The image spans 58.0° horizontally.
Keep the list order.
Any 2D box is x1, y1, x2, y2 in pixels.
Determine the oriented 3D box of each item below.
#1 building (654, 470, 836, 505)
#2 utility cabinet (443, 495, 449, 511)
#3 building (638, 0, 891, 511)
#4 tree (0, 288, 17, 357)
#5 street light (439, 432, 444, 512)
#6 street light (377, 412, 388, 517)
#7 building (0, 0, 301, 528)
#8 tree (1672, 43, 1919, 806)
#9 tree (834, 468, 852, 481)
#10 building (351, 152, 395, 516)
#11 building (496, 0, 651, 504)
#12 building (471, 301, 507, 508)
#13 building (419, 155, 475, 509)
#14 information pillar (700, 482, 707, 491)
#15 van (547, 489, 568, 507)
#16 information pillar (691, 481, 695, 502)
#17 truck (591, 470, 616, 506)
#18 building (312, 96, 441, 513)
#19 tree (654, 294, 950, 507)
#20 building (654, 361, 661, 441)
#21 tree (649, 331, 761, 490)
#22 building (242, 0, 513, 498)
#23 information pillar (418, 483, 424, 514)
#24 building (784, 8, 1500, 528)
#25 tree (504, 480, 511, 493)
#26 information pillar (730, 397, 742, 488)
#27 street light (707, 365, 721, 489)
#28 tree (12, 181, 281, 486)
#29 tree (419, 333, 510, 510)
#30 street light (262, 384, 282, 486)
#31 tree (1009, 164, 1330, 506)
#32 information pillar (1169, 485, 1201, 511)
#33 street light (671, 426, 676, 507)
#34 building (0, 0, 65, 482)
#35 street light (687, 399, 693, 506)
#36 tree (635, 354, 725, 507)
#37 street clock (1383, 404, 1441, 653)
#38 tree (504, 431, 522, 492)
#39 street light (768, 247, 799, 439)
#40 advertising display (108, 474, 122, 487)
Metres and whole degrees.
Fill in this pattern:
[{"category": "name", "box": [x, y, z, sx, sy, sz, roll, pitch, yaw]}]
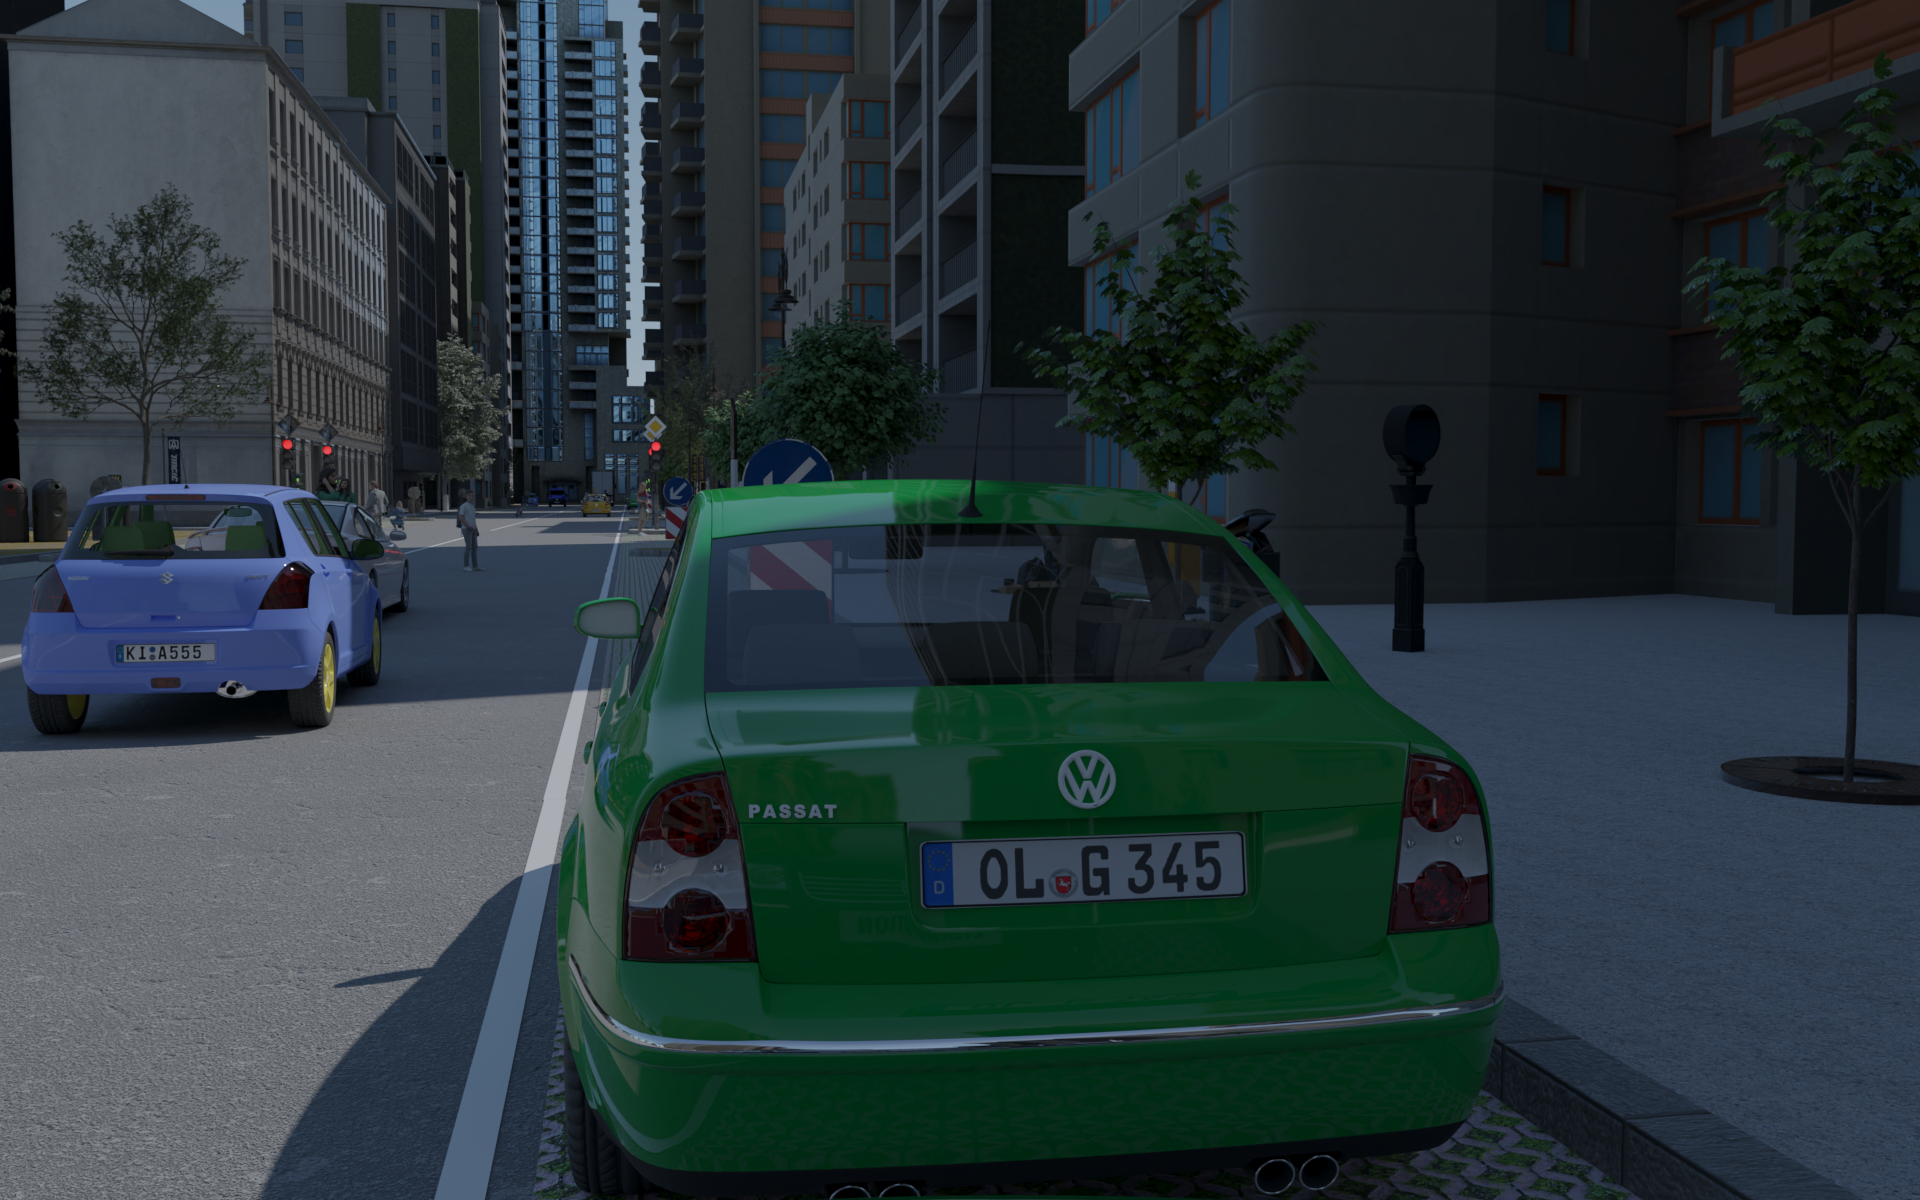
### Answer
[{"category": "building", "box": [-26.742, -47.136, 208.930, 20.563, 71.187, 20.611, -1, 4, -11]}, {"category": "utility cabinet", "box": [-39.381, -7.433, 132.698, 0.306, 1.237, 1.020, -1, 4, -10]}, {"category": "building", "box": [-12.923, -29.144, 131.135, 22.147, 44.769, 28.867, -1, 4, -11]}, {"category": "tree", "box": [-23.991, -5.462, 39.671, 4.360, 8.622, 3.978, 0, 3, 0]}, {"category": "street light", "box": [-38.001, -9.418, 126.764, 0.468, 5.910, 1.993, -1, 4, -11]}, {"category": "street light", "box": [-32.477, -7.623, 97.422, 0.468, 5.910, 1.993, -1, 4, -11]}, {"category": "building", "box": [-33.043, -13.829, 75.258, 9.793, 20.994, 18.267, -1, 4, -11]}, {"category": "tree", "box": [4.046, -0.788, 7.491, 1.663, 3.219, 1.824, 0, 3, 0]}, {"category": "tree", "box": [-3.294, -2.887, 41.796, 1.663, 3.219, 1.824, 0, 3, 0]}, {"category": "building", "box": [-36.684, -14.922, 93.126, 9.793, 20.994, 18.267, -1, 4, -11]}, {"category": "building", "box": [-57.762, -56.272, 232.712, 31.000, 86.520, 22.319, -1, 4, -11]}, {"category": "building", "box": [-59.161, -19.706, 167.226, 27.650, 21.520, 28.899, -1, 4, -11]}, {"category": "building", "box": [-49.102, -22.924, 146.503, 14.160, 30.474, 14.107, -1, 4, -11]}, {"category": "information pillar", "box": [-15.148, -5.980, 102.266, 0.304, 2.012, 0.304, 1, 4, 10]}, {"category": "van", "box": [-44.685, -11.492, 192.277, 2.240, 2.365, 5.245, -1, 4, -12]}, {"category": "information pillar", "box": [-14.566, -5.484, 94.159, 0.304, 2.012, 0.304, -1, 4, -12]}, {"category": "truck", "box": [-41.921, -13.135, 203.677, 2.839, 4.237, 11.283, -1, 4, -10]}, {"category": "building", "box": [-42.707, -19.563, 113.362, 14.314, 27.812, 24.014, -1, 4, -11]}, {"category": "tree", "box": [-1.974, -2.734, 28.413, 4.285, 4.588, 4.351, 0, 3, 0]}, {"category": "building", "box": [-28.096, -24.346, 243.091, 28.899, 21.520, 27.650, -1, 4, -11]}, {"category": "tree", "box": [-11.134, -7.799, 77.870, 4.360, 8.622, 3.978, 0, 3, 0]}, {"category": "building", "box": [-67.264, -40.360, 201.891, 28.212, 58.520, 21.231, -1, 4, -11]}, {"category": "information pillar", "box": [-34.217, -6.448, 109.918, 0.304, 2.012, 0.304, -1, 4, -18]}, {"category": "building", "box": [6.829, -14.840, 87.670, 28.899, 21.520, 27.650, -1, 4, -11]}, {"category": "tree", "box": [-51.251, -12.227, 194.508, 1.663, 3.219, 1.824, 0, 3, 0]}, {"category": "information pillar", "box": [-5.458, -3.088, 41.840, 0.183, 3.616, 0.504, -1, 4, -17]}, {"category": "street light", "box": [-8.794, -5.456, 61.994, 0.468, 5.910, 1.993, -1, 4, -11]}, {"category": "tree", "box": [-23.762, -7.127, 50.933, 7.601, 10.594, 8.767, -3, 5, -40]}, {"category": "tree", "box": [-40.566, -14.000, 135.558, 9.857, 13.997, 8.962, 0, 3, 0]}, {"category": "street light", "box": [-26.901, -5.813, 67.824, 0.468, 5.910, 1.993, -1, 4, -11]}, {"category": "tree", "box": [1.408, -0.954, 10.206, 1.663, 3.219, 1.824, 0, 3, 0]}, {"category": "information pillar", "box": [2.402, -1.654, 18.403, 0.183, 3.616, 0.504, 3, 5, 43]}, {"category": "street light", "box": [-18.875, -8.664, 114.443, 0.468, 5.910, 1.993, -1, 4, -11]}, {"category": "building", "box": [-45.767, -14.633, 68.922, 15.834, 23.373, 12.332, -1, 4, -11]}, {"category": "street light", "box": [-13.198, -6.841, 84.636, 0.468, 5.910, 1.993, -1, 4, -11]}, {"category": "tree", "box": [-14.457, -8.558, 90.283, 4.737, 8.622, 4.395, 0, 3, 0]}, {"category": "street clock", "box": [3.661, -0.582, 14.079, 0.471, 2.002, 0.358, -3, 4, -39]}, {"category": "tree", "box": [-49.635, -14.523, 187.815, 4.360, 8.622, 3.978, 0, 3, 0]}, {"category": "street light", "box": [-3.323, -3.661, 32.642, 0.468, 5.910, 1.993, -1, 4, -11]}, {"category": "advertising display", "box": [-27.973, -3.190, 57.366, 0.123, 1.923, 0.974, -1, 4, -8]}]
